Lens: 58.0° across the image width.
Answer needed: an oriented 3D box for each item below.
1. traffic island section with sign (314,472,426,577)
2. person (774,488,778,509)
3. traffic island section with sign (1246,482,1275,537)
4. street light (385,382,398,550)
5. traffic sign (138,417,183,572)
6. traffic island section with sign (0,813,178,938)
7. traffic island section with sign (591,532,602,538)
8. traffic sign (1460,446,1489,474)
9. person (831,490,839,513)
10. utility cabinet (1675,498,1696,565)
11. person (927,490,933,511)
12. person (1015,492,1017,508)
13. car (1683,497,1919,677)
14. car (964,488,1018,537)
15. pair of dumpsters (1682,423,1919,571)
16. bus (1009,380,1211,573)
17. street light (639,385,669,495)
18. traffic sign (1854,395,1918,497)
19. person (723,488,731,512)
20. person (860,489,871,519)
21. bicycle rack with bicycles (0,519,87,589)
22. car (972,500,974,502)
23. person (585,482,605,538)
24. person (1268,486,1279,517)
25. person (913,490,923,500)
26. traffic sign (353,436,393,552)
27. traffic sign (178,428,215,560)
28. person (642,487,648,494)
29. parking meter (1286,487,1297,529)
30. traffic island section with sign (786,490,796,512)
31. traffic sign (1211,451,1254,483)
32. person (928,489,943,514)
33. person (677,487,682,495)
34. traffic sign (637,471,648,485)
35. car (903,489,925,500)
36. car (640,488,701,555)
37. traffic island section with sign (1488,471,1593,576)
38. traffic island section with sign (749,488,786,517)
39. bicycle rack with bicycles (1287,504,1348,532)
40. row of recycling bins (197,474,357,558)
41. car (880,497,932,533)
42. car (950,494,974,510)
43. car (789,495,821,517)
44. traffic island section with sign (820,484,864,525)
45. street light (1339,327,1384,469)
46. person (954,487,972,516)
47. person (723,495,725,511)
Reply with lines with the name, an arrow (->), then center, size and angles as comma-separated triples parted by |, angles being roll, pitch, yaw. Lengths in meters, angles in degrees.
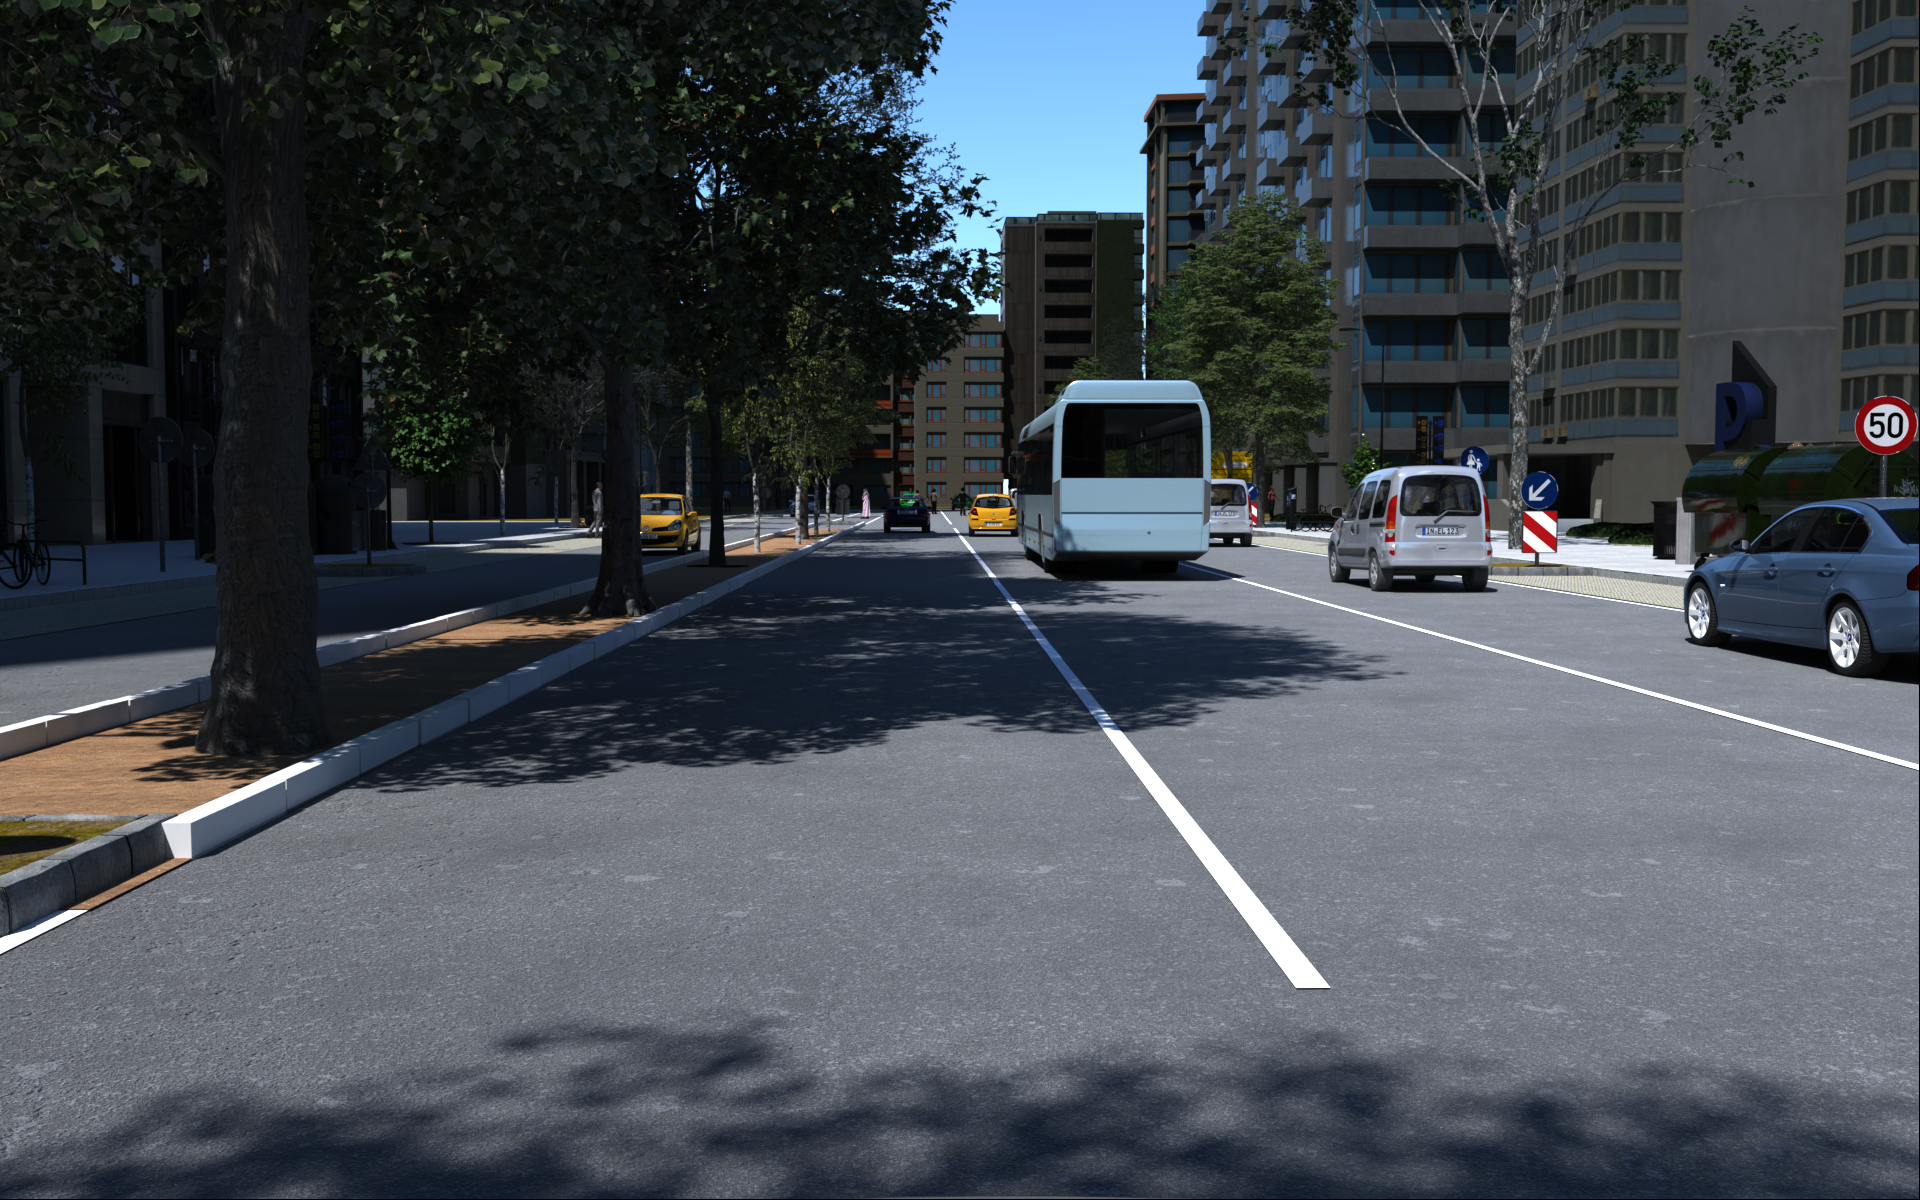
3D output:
traffic island section with sign -> -10.612, -1.349, 30.690 | 1.989, 1.847, 2.006 | 0, 4, -1
person -> -15.880, -8.802, 149.925 | 0.705, 1.831, 1.348 | -1, 4, -15
traffic island section with sign -> 9.495, -3.058, 58.626 | 1.989, 1.847, 2.006 | 0, 4, -1
street light -> -12.687, -4.126, 40.000 | 1.470, 5.913, 1.316 | 0, 4, -1
traffic sign -> -13.157, -1.737, 28.508 | 0.768, 2.556, 0.104 | 0, 4, 6
traffic island section with sign -> -4.085, 0.139, 5.861 | 2.006, 1.907, 1.989 | 0, 4, -1
traffic island section with sign -> -11.113, -2.998, 57.641 | 1.989, 1.847, 2.006 | 0, 4, -1
traffic sign -> 13.670, -2.814, 46.107 | 0.768, 2.556, 0.104 | 0, 4, 5
person -> -9.325, -7.360, 129.283 | 0.568, 1.767, 0.683 | 0, 4, -4
utility cabinet -> 13.463, -1.265, 31.844 | 0.306, 1.237, 1.020 | 3, 4, 38
person -> -2.528, -8.623, 150.011 | 0.750, 1.759, 0.617 | -1, 4, -13
person -> 2.760, -4.268, 78.476 | 0.583, 1.804, 0.606 | -2, 4, -34
car -> 7.813, -0.173, 14.825 | 2.014, 1.417, 4.499 | 0, 4, 1
car -> 1.134, -3.013, 59.484 | 2.015, 1.641, 3.980 | 0, 4, 0
pair of dumpsters -> 12.458, -1.422, 25.751 | 1.574, 2.255, 4.437 | 0, 4, -1
bus -> 2.685, -2.433, 34.638 | 2.948, 3.499, 13.247 | 0, 4, -1
street light -> -13.103, -6.199, 73.899 | 1.470, 5.913, 1.316 | 0, 4, -1
traffic sign -> 11.983, -1.369, 22.497 | 0.768, 2.556, 0.104 | 1, 4, 8
person -> -16.274, -6.971, 120.955 | 0.756, 1.711, 0.436 | 2, 4, 30
person -> -5.489, -5.596, 100.662 | 0.621, 1.740, 0.551 | 0, 4, 2
bicycle rack with bicycles -> -13.584, -0.657, 24.125 | 2.925, 0.926, 2.852 | 3, 4, 37
car -> 1.729, -5.816, 104.883 | 2.009, 1.686, 4.222 | 0, 4, 1
person -> -11.614, -2.873, 55.595 | 0.853, 1.813, 0.709 | -3, 5, -41
person -> 17.252, -5.416, 95.313 | 0.721, 1.743, 1.217 | 3, 4, 37
person -> -3.147, -7.150, 126.105 | 1.217, 1.736, 0.721 | -3, 4, -36
traffic sign -> -13.079, -2.360, 38.585 | 0.884, 2.594, 0.081 | 0, 4, -1
traffic sign -> -14.769, -2.040, 33.453 | 0.768, 2.556, 0.104 | 0, 4, 5
person -> -19.967, -6.257, 109.078 | 1.217, 1.736, 0.721 | 1, 4, 21
parking meter -> 12.026, -3.331, 62.869 | 0.372, 1.533, 0.369 | 0, 3, 0
traffic island section with sign -> -12.554, -7.717, 134.807 | 1.989, 1.847, 2.006 | 0, 4, -1
traffic sign -> 12.715, -5.380, 81.839 | 2.265, 3.308, 0.079 | 0, 4, 3
person -> -1.809, -7.013, 123.178 | 1.348, 1.823, 0.705 | 3, 4, 37
person -> -17.360, -6.114, 106.932 | 0.530, 1.710, 0.541 | -1, 4, -18
traffic sign -> -14.033, -4.533, 76.251 | 0.606, 2.300, 0.079 | 0, 4, 4
car -> -3.673, -7.614, 133.292 | 1.959, 1.807, 4.718 | 0, 4, 1
car -> -7.301, -1.936, 41.883 | 2.015, 1.641, 3.980 | 0, 4, -2
traffic island section with sign -> 10.009, -1.372, 31.067 | 1.989, 1.847, 2.006 | 0, 4, -1
traffic island section with sign -> -12.058, -6.068, 107.833 | 1.989, 1.847, 2.006 | 0, 4, -1
bicycle rack with bicycles -> 12.457, -2.799, 59.147 | 2.925, 0.926, 2.852 | 3, 5, 40
row of recycling bins -> -14.209, -1.766, 35.988 | 1.069, 1.692, 3.534 | 2, 4, 35
car -> -2.013, -3.212, 65.099 | 1.945, 1.354, 3.894 | 0, 4, -3
car -> 0.183, -8.708, 154.180 | 2.131, 1.459, 4.920 | 0, 4, -1
car -> -9.832, -5.988, 109.909 | 2.014, 1.417, 4.499 | 0, 4, -2
traffic island section with sign -> -5.506, -4.456, 80.986 | 2.006, 1.907, 1.989 | 0, 4, -1
street light -> 11.204, -4.628, 48.207 | 1.470, 5.913, 1.316 | 0, 4, -1
person -> 0.208, -6.469, 113.900 | 1.348, 1.869, 0.705 | 2, 4, 26
person -> -17.620, -7.414, 127.922 | 0.551, 1.740, 0.621 | 2, 4, 34
